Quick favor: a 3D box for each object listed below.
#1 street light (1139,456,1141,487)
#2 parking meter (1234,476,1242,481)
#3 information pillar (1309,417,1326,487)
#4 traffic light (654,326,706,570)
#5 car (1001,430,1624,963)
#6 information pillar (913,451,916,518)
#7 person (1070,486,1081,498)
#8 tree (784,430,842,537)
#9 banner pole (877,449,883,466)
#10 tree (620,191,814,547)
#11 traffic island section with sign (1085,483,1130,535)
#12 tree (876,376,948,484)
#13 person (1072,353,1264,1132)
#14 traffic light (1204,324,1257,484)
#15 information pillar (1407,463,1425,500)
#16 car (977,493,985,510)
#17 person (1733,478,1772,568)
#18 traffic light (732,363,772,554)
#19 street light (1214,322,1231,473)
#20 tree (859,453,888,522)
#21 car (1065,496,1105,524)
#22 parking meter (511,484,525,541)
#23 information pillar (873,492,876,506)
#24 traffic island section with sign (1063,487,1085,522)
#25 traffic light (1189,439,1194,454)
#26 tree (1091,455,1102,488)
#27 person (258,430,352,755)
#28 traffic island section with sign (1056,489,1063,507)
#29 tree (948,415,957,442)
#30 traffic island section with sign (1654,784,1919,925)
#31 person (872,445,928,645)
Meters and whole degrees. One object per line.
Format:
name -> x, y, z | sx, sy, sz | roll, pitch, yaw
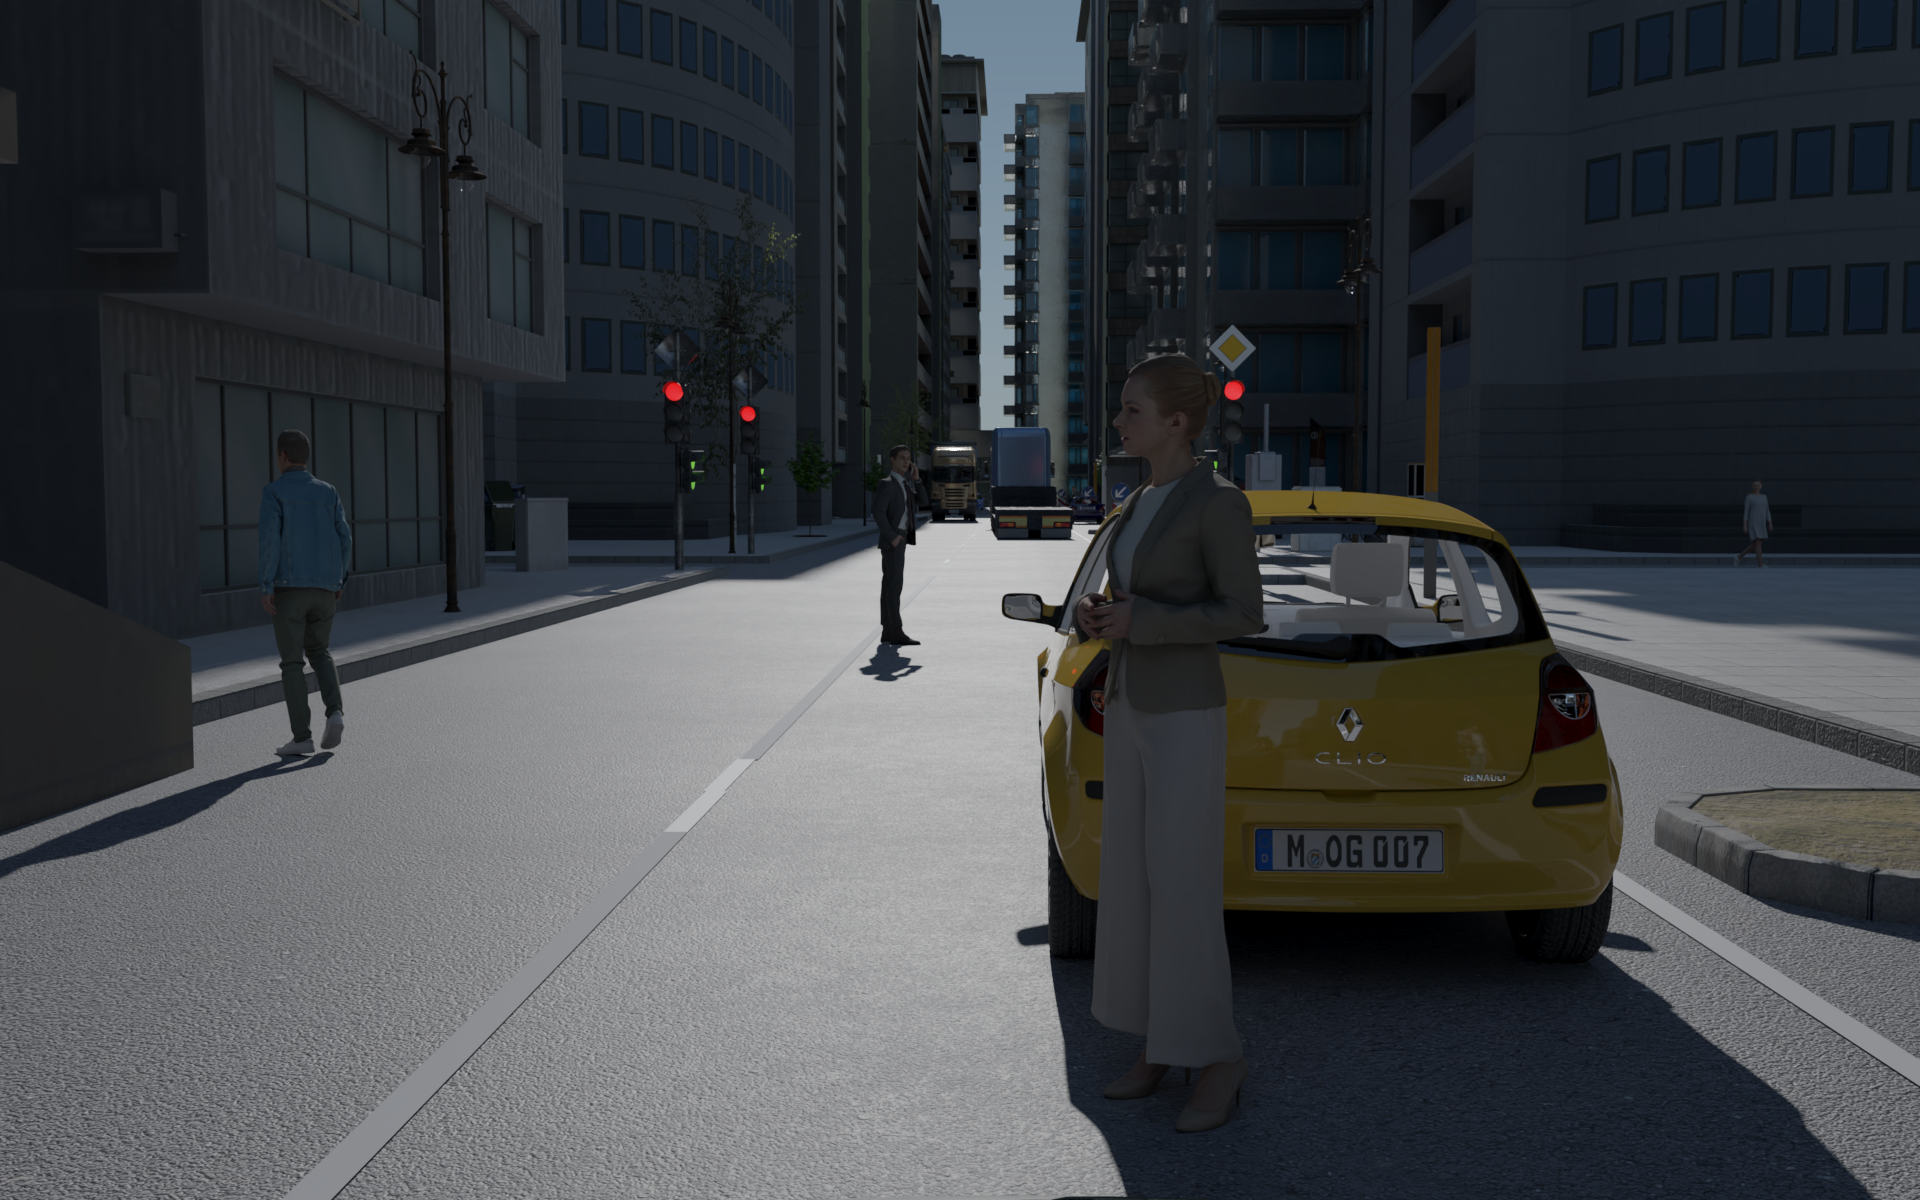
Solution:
street light -> 8.205, -6.487, 78.845 | 0.468, 5.910, 1.993 | 0, 4, 2
parking meter -> 9.009, -3.117, 56.675 | 0.255, 1.863, 0.399 | 3, 5, 45
information pillar -> 10.834, -3.743, 52.556 | 0.504, 3.616, 0.183 | 2, 4, 23
traffic light -> -4.718, -2.456, 29.082 | 0.839, 4.253, 0.868 | 0, 4, 2
car -> 1.161, 0.212, 6.751 | 2.015, 1.641, 3.980 | 0, 4, 2
information pillar -> -2.514, -6.281, 94.057 | 0.183, 3.616, 0.504 | 0, 4, 3
person -> 6.050, -5.021, 90.400 | 0.655, 1.846, 0.447 | 3, 4, 38
tree -> -4.364, -3.504, 51.886 | 1.663, 3.219, 1.824 | 0, 3, 0
banner pole -> -4.441, -6.518, 96.584 | 0.401, 3.779, 0.863 | -2, 4, -28
tree -> -5.696, -5.571, 41.446 | 4.360, 8.622, 3.978 | 0, 3, 0
traffic island section with sign -> 5.577, -3.251, 61.783 | 1.989, 1.847, 2.006 | 0, 4, 2
tree -> -3.333, -9.681, 108.649 | 4.737, 8.622, 4.395 | 0, 3, 0
person -> 0.453, 0.304, 4.079 | 0.362, 1.759, 0.519 | -2, 4, -25
traffic light -> 4.489, -2.440, 28.807 | 0.839, 4.253, 0.868 | 0, 4, 2
information pillar -> 10.938, -2.266, 41.549 | 0.304, 2.012, 0.304 | -1, 4, -22
car -> 1.209, -8.768, 152.941 | 1.945, 1.707, 3.694 | 0, 4, 1
person -> 14.824, -1.413, 32.359 | 0.466, 1.731, 0.760 | -3, 5, -44
traffic light -> -4.464, -2.945, 37.064 | 0.839, 4.253, 0.868 | 0, 4, 2
street light -> 7.122, -4.512, 46.561 | 0.468, 5.910, 1.993 | 0, 4, 2
tree -> -3.777, -5.269, 80.744 | 1.663, 3.219, 1.824 | 0, 3, 0
car -> 6.032, -4.321, 83.232 | 1.945, 1.354, 3.894 | 0, 4, 1
parking meter -> -11.073, -2.136, 43.327 | 0.372, 1.533, 0.369 | 0, 3, 0
information pillar -> -4.380, -5.285, 90.902 | 0.304, 2.012, 0.304 | -1, 4, -19
traffic island section with sign -> 6.435, -4.899, 88.725 | 1.989, 1.847, 2.006 | 0, 4, 2
traffic light -> 4.743, -2.928, 36.788 | 0.839, 4.253, 0.868 | 0, 4, 2
tree -> 10.429, -8.069, 115.640 | 4.285, 4.588, 4.351 | 0, 3, 0
person -> -3.596, -0.041, 9.514 | 0.444, 1.785, 0.601 | 3, 5, 42
traffic island section with sign -> 8.916, -9.676, 166.829 | 1.989, 1.847, 2.006 | 0, 4, 2
tree -> -1.814, -12.333, 152.012 | 4.737, 8.622, 4.395 | 0, 3, 0
traffic island section with sign -> 3.818, 0.126, 6.568 | 1.989, 1.847, 2.006 | 0, 4, 2
person -> -0.561, -0.541, 16.704 | 0.474, 1.900, 0.648 | 1, 4, 9
